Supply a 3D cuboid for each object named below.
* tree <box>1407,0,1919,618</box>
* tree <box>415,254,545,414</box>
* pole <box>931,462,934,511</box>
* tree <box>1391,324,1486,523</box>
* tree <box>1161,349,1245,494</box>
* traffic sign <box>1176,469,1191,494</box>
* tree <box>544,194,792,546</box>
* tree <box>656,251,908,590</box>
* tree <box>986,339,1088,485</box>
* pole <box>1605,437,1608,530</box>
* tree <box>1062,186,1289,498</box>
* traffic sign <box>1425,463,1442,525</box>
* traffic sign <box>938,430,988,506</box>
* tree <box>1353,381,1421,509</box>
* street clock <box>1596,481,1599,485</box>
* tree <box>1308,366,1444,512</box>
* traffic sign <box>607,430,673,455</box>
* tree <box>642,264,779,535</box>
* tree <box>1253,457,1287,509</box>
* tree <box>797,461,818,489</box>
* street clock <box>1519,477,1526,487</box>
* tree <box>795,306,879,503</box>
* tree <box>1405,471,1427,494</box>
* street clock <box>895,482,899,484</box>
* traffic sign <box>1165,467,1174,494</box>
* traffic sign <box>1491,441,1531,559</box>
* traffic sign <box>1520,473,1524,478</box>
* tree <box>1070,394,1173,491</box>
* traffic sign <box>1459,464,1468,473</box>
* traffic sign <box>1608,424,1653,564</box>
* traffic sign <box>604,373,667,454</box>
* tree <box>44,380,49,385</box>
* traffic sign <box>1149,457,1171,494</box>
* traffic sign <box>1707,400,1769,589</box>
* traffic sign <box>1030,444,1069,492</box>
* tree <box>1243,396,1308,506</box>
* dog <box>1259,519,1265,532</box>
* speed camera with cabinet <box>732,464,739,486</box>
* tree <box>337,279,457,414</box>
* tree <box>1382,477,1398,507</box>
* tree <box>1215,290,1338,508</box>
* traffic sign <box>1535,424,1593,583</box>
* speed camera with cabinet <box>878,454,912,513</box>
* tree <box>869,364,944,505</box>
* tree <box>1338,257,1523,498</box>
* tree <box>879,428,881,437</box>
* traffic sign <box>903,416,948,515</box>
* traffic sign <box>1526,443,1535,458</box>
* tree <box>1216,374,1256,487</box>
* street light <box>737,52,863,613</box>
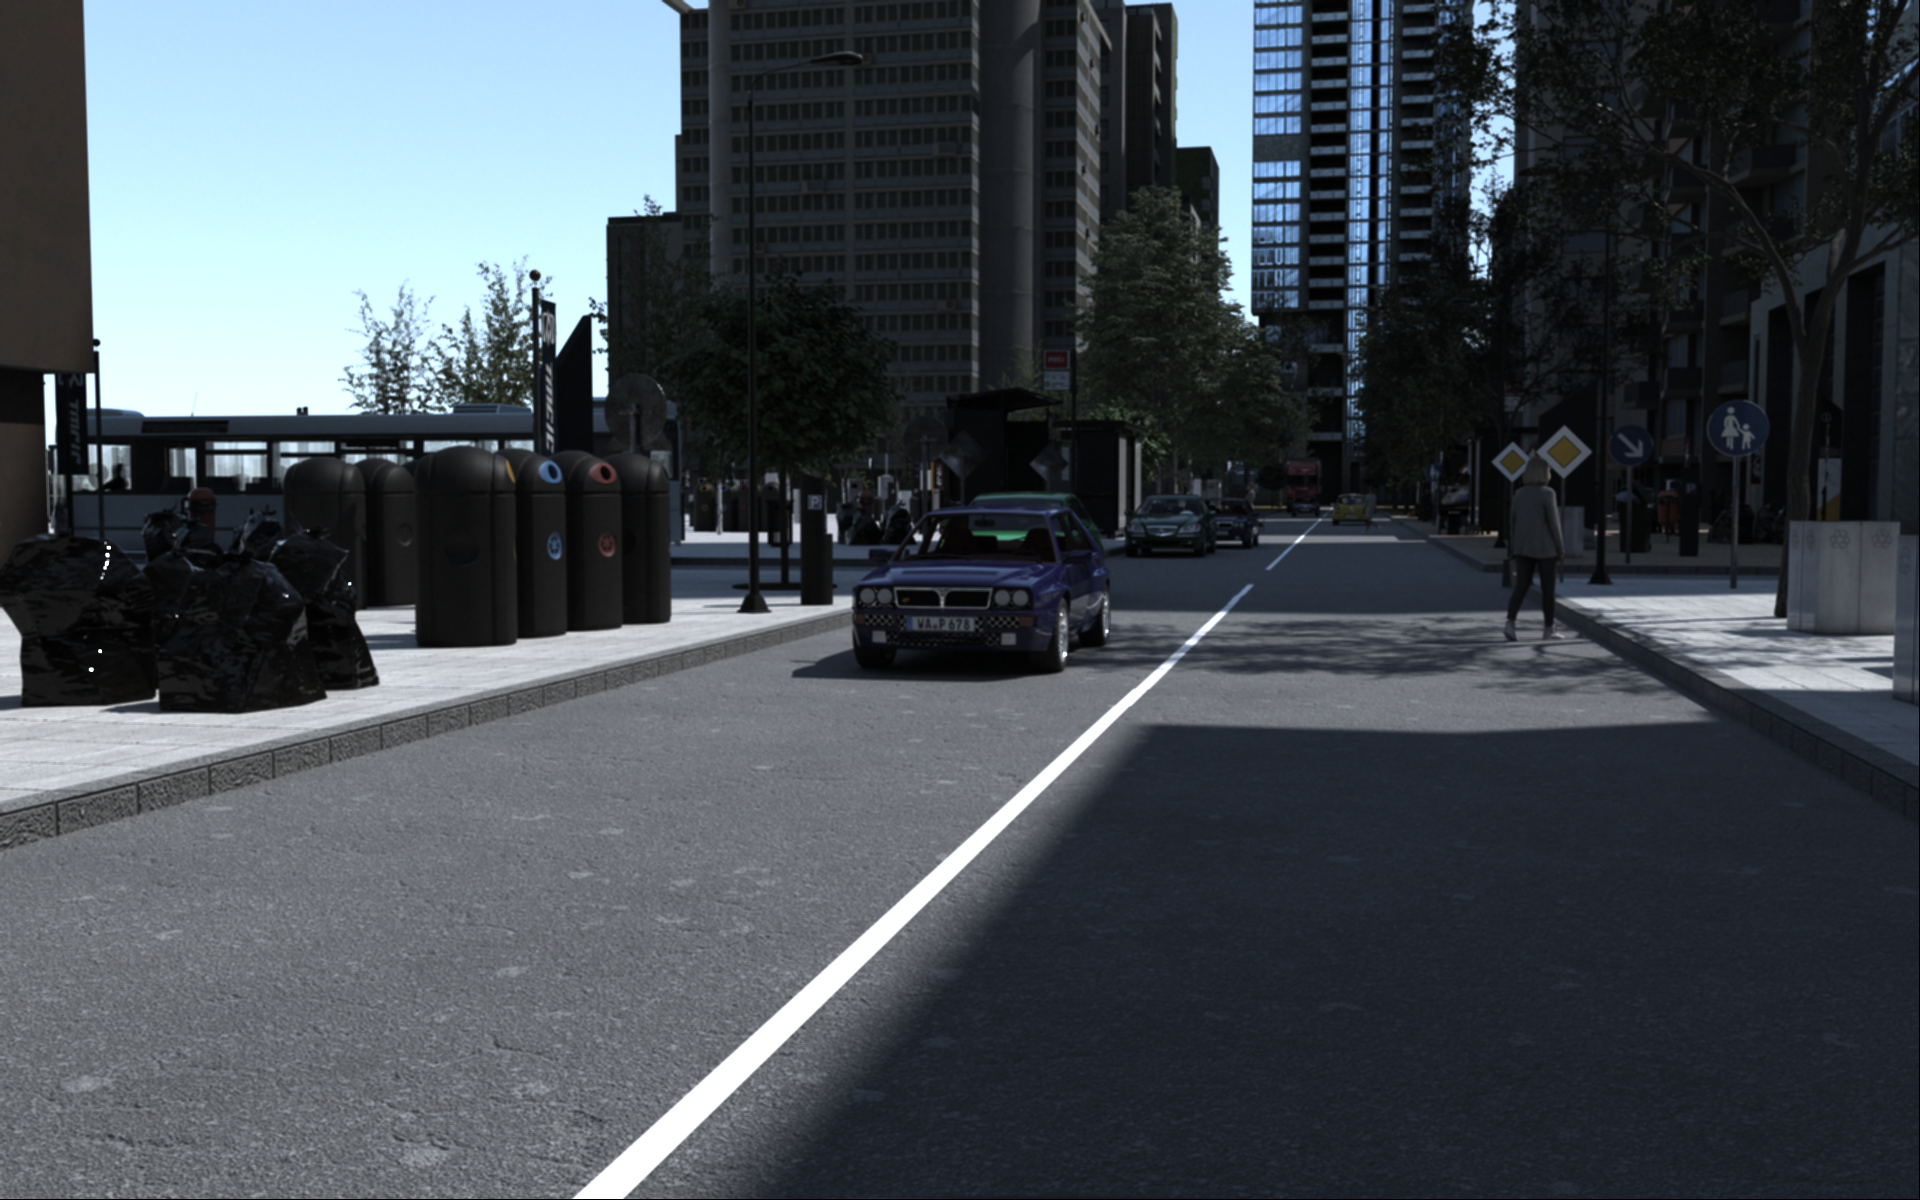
[{"bbox_3d":[8.454,-5.077,17.419,8.767,10.594,7.601,2,4,27],"label":"tree"},{"bbox_3d":[-14.224,-6.292,53.242,4.737,8.622,4.395,0,3,0],"label":"tree"},{"bbox_3d":[-1.108,-4.403,65.835,0.158,3.312,0.155,0,3,0],"label":"pole"},{"bbox_3d":[20.924,-7.659,75.594,4.737,8.622,4.395,0,3,0],"label":"tree"},{"bbox_3d":[11.386,-8.158,83.738,4.737,8.622,4.395,0,3,0],"label":"tree"},{"bbox_3d":[11.209,-5.322,87.116,0.768,2.556,0.104,1,4,18],"label":"traffic sign"},{"bbox_3d":[-7.020,-5.635,42.497,4.737,8.622,4.395,0,3,0],"label":"tree"},{"bbox_3d":[-2.441,-2.448,23.732,4.285,4.588,4.351,0,3,0],"label":"tree"},{"bbox_3d":[2.888,-8.073,82.361,4.737,8.622,4.395,0,3,0],"label":"tree"},{"bbox_3d":[23.171,-4.185,62.272,0.158,3.312,0.155,0,3,0],"label":"pole"},{"bbox_3d":[7.148,-8.966,64.726,7.486,12.596,7.792,0,3,0],"label":"tree"},{"bbox_3d":[19.356,-4.315,70.651,0.768,2.556,0.104,1,4,13],"label":"traffic sign"},{"bbox_3d":[0.041,-1.429,27.005,0.795,2.450,0.064,1,4,13],"label":"traffic sign"},{"bbox_3d":[36.861,-13.874,144.964,7.486,12.596,7.792,0,3,0],"label":"tree"},{"bbox_3d":[34.294,-5.454,93.749,0.471,2.002,0.358,3,4,36],"label":"street clock"},{"bbox_3d":[32.813,-12.340,127.506,9.928,11.665,9.643,0,3,0],"label":"tree"},{"bbox_3d":[-3.956,-1.306,21.353,0.884,2.594,0.081,1,4,15],"label":"traffic sign"},{"bbox_3d":[-7.839,-6.375,54.590,4.360,8.622,3.978,0,3,0],"label":"tree"},{"bbox_3d":[27.408,-10.259,151.453,4.285,4.588,4.351,0,3,0],"label":"tree"},{"bbox_3d":[-8.657,-8.101,82.815,4.360,8.622,3.978,0,3,0],"label":"tree"},{"bbox_3d":[23.568,-4.140,72.262,0.358,2.002,0.471,-3,4,-38],"label":"street clock"},{"bbox_3d":[-6.171,-6.969,64.301,4.737,8.622,4.395,0,3,0],"label":"tree"},{"bbox_3d":[30.527,-7.369,115.088,1.663,3.219,1.824,0,3,0],"label":"tree"},{"bbox_3d":[-3.866,-6.238,106.563,0.358,2.002,0.471,0,4,-2],"label":"street clock"},{"bbox_3d":[8.789,-4.542,74.359,0.768,2.556,0.104,1,4,20],"label":"traffic sign"},{"bbox_3d":[10.461,-1.786,32.844,0.795,2.450,0.064,1,4,13],"label":"traffic sign"},{"bbox_3d":[20.044,-3.829,62.714,0.768,2.556,0.104,1,4,22],"label":"traffic sign"},{"bbox_3d":[5.245,-4.467,56.742,4.285,4.588,4.351,0,3,0],"label":"tree"},{"bbox_3d":[21.399,-4.451,72.881,0.768,2.556,0.104,1,4,19],"label":"traffic sign"},{"bbox_3d":[12.299,-1.939,31.814,0.768,2.556,0.104,1,4,22],"label":"traffic sign"},{"bbox_3d":[-3.443,-1.114,18.320,0.768,2.556,0.104,1,4,22],"label":"traffic sign"},{"bbox_3d":[-24.618,-5.671,43.077,4.737,8.622,4.395,0,3,0],"label":"tree"},{"bbox_3d":[6.835,-3.617,59.251,0.768,2.556,0.104,1,4,18],"label":"traffic sign"},{"bbox_3d":[10.514,-1.429,23.466,0.768,2.556,0.104,1,4,21],"label":"traffic sign"},{"bbox_3d":[1.785,-1.906,34.798,0.795,2.450,0.064,1,4,13],"label":"traffic sign"},{"bbox_3d":[32.981,-15.495,179.090,9.928,11.665,9.643,0,3,0],"label":"tree"},{"bbox_3d":[11.420,-2.869,66.192,0.540,0.507,0.406,1,4,21],"label":"dog"},{"bbox_3d":[-14.671,-6.872,106.686,2.038,3.252,0.660,0,4,2],"label":"speed camera with cabinet"},{"bbox_3d":[-19.580,-6.700,59.902,4.360,8.622,3.978,0,3,0],"label":"tree"},{"bbox_3d":[42.252,-10.770,170.696,1.663,3.219,1.824,0,3,0],"label":"tree"},{"bbox_3d":[29.338,-18.814,163.491,12.611,20.169,13.585,0,3,0],"label":"tree"},{"bbox_3d":[8.717,-1.309,25.051,0.795,2.450,0.064,1,4,13],"label":"traffic sign"},{"bbox_3d":[-2.967,-5.550,85.083,2.038,3.252,0.660,-1,4,-14],"label":"speed camera with cabinet"},{"bbox_3d":[-3.336,-9.072,98.692,4.360,8.622,3.978,0,3,0],"label":"tree"},{"bbox_3d":[24.774,-11.272,90.953,9.857,13.997,8.962,0,3,0],"label":"tree"},{"bbox_3d":[-5.825,-7.477,72.603,4.737,8.622,4.395,0,3,0],"label":"tree"},{"bbox_3d":[-0.571,-1.719,28.208,0.768,2.556,0.104,1,4,17],"label":"traffic sign"},{"bbox_3d":[14.596,-2.702,44.174,0.884,2.594,0.081,1,4,19],"label":"traffic sign"},{"bbox_3d":[19.504,-11.302,119.202,7.601,10.594,8.767,-2,4,-33],"label":"tree"},{"bbox_3d":[-1.705,-2.810,18.482,1.470,5.913,1.316,1,4,13],"label":"street light"}]
